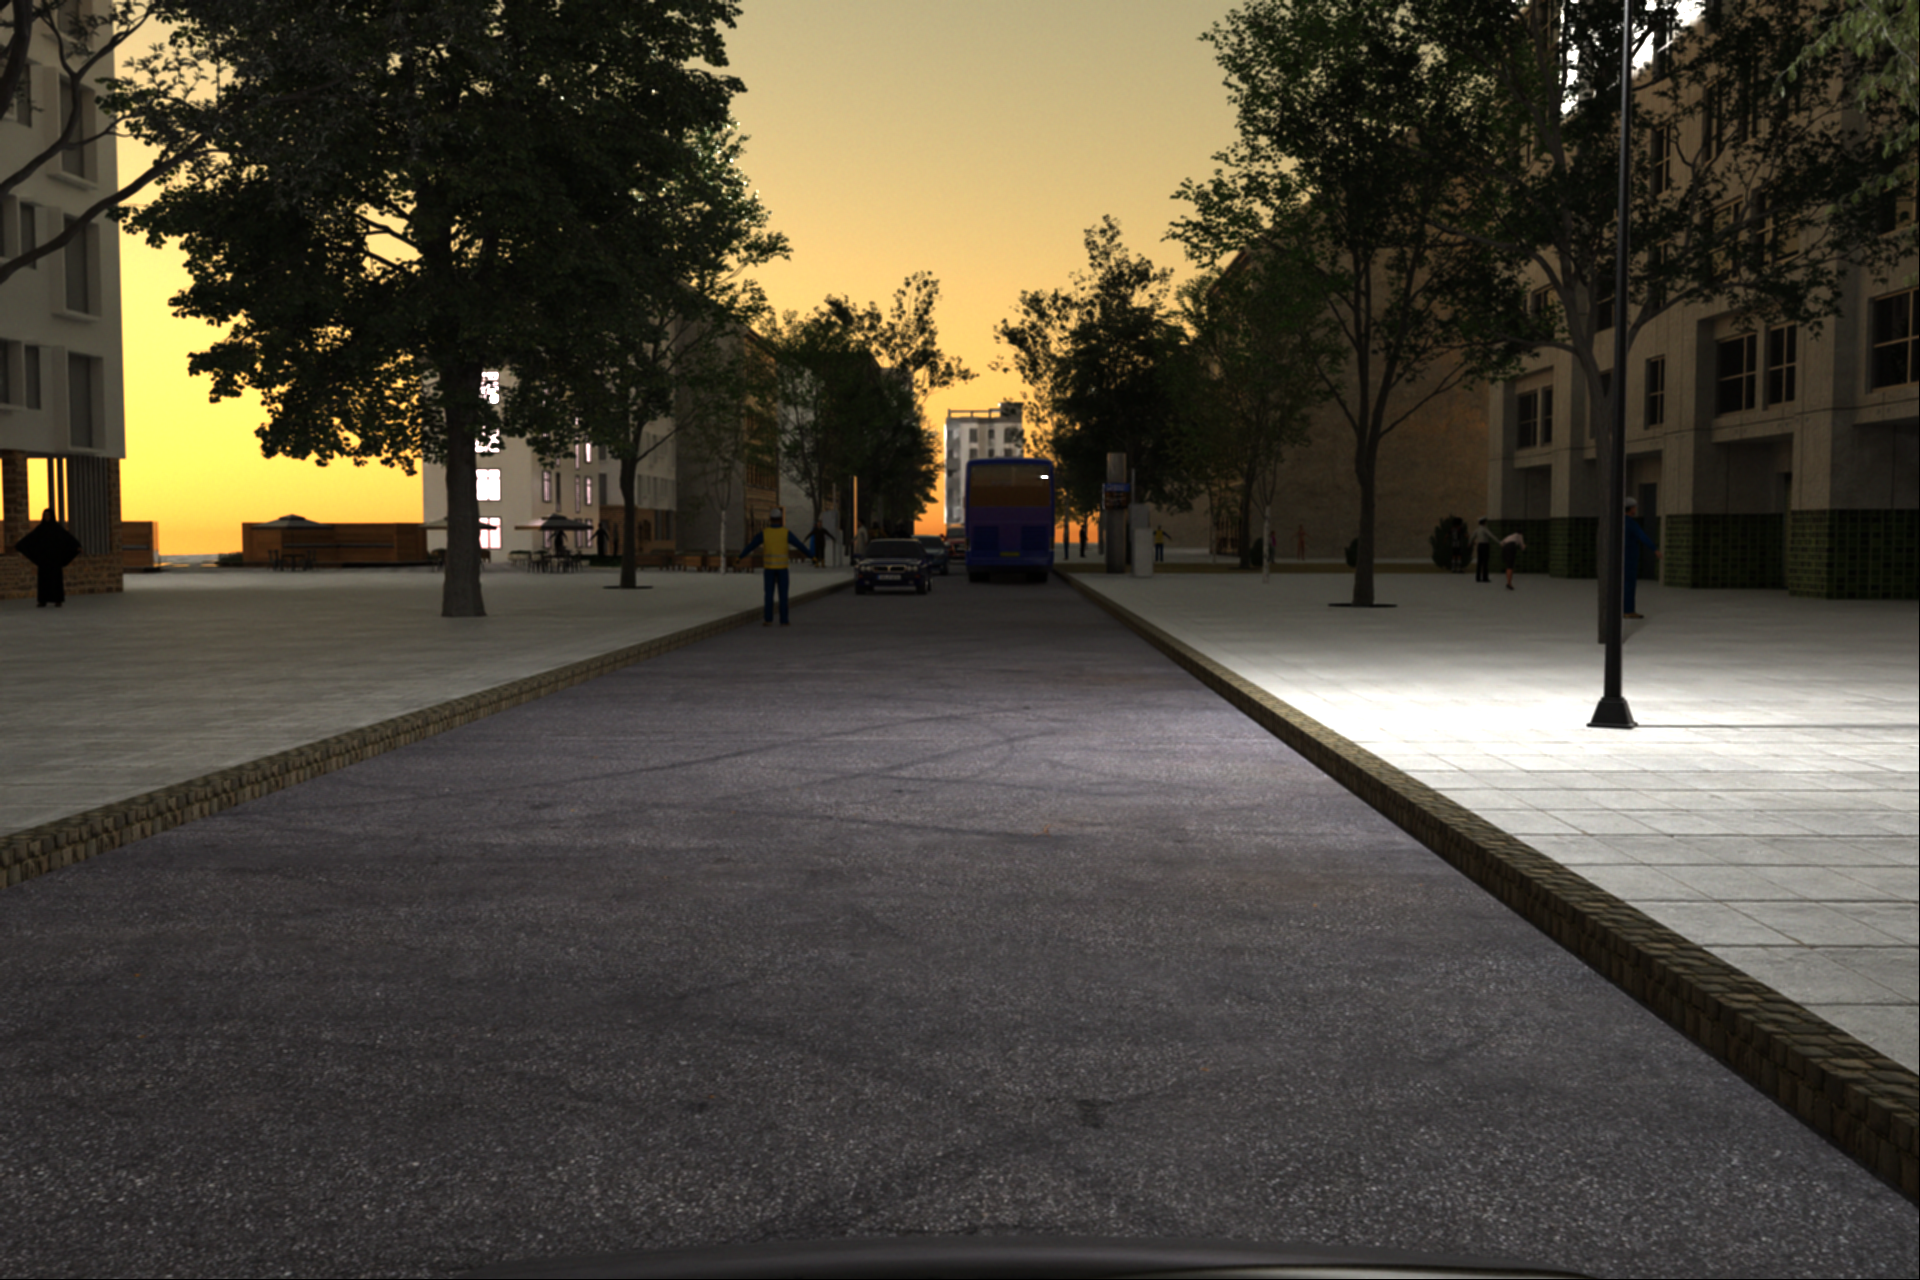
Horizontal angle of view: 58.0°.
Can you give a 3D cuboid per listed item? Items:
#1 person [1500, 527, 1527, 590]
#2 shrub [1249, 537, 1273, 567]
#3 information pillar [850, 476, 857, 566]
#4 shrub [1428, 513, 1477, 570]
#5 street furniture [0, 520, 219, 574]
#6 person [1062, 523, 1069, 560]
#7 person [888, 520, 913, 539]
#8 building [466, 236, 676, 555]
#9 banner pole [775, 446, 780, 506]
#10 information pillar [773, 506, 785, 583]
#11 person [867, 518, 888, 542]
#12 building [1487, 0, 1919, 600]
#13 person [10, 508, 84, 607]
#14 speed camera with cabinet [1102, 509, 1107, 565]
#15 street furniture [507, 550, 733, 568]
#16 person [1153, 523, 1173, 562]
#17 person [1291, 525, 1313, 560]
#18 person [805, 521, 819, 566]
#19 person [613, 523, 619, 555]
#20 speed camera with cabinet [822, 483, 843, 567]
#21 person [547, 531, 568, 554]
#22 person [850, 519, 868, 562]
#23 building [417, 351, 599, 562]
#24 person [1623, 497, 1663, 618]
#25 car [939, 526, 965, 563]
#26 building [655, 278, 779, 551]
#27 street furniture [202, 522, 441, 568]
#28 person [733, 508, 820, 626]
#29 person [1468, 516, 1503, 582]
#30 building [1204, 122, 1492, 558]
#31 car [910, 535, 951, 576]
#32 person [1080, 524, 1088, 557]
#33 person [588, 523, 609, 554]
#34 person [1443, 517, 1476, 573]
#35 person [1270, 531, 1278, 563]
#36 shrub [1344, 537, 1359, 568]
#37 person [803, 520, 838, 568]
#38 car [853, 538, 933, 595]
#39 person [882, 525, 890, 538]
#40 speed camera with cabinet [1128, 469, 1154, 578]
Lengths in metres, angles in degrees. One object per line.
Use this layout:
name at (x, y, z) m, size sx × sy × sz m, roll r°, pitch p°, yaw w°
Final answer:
person at (12.796, -1.880, 39.977) m, size 0.628 × 1.438 × 0.799 m, roll 1°, pitch 4°, yaw 11°
shrub at (11.679, -3.437, 67.308) m, size 1.383 × 1.207 × 1.383 m, roll 0°, pitch 3°, yaw 0°
information pillar at (-4.332, -4.840, 70.444) m, size 0.184 × 3.620 × 1.656 m, roll 0°, pitch 4°, yaw 1°
shrub at (17.497, -3.495, 61.555) m, size 1.690 × 2.028 × 1.600 m, roll 0°, pitch 3°, yaw 0°
street furniture at (-31.140, -3.192, 59.039) m, size 11.010 × 1.723 × 9.812 m, roll -1°, pitch 4°, yaw -19°
person at (5.225, -4.884, 85.713) m, size 0.705 × 1.847 × 1.347 m, roll 0°, pitch 4°, yaw 4°
person at (-1.777, -2.661, 51.748) m, size 1.354 × 1.856 × 0.705 m, roll -1°, pitch 4°, yaw -14°
building at (-25.426, -15.512, 110.046) m, size 16.016 × 20.090 × 11.380 m, roll 0°, pitch 4°, yaw 1°
banner pole at (-5.197, -3.644, 49.604) m, size 0.401 × 3.779 × 0.863 m, roll 0°, pitch 4°, yaw 1°
information pillar at (-4.789, -2.530, 45.862) m, size 0.304 × 2.012 × 0.304 m, roll 0°, pitch 4°, yaw 0°
person at (-3.069, -3.495, 62.911) m, size 1.354 × 1.858 × 0.705 m, roll 2°, pitch 4°, yaw 25°
building at (25.553, -10.705, 41.484) m, size 16.747 × 18.905 × 31.486 m, roll 0°, pitch 4°, yaw 2°
person at (-16.048, -1.449, 30.473) m, size 1.214 × 1.737 × 0.721 m, roll 0°, pitch 4°, yaw -7°
speed camera with cabinet at (6.242, -4.730, 71.676) m, size 0.660 × 3.252 × 2.038 m, roll 0°, pitch 4°, yaw 2°
street furniture at (-13.182, -3.226, 68.368) m, size 10.072 × 0.657 × 5.734 m, roll 2°, pitch 4°, yaw 35°
person at (9.168, -4.478, 79.681) m, size 1.216 × 1.772 × 0.721 m, roll 0°, pitch 4°, yaw 6°
person at (16.703, -4.758, 84.592) m, size 1.217 × 1.733 × 0.721 m, roll -1°, pitch 4°, yaw -18°
person at (-5.873, -3.890, 69.721) m, size 0.704 × 1.817 × 1.347 m, roll -2°, pitch 4°, yaw -35°
person at (-16.906, -4.837, 85.212) m, size 0.705 × 1.813 × 1.348 m, roll -1°, pitch 4°, yaw -9°
speed camera with cabinet at (-5.004, -4.495, 67.826) m, size 0.660 × 3.252 × 2.038 m, roll 0°, pitch 4°, yaw 3°
person at (-18.743, -4.523, 80.670) m, size 1.216 × 1.740 × 0.721 m, roll 2°, pitch 4°, yaw 28°
person at (-3.417, -3.259, 59.469) m, size 0.705 × 1.806 × 1.347 m, roll -2°, pitch 4°, yaw -26°
building at (-23.919, -9.267, 93.666) m, size 9.099 × 9.664 × 28.070 m, roll 0°, pitch 4°, yaw 1°
person at (10.226, -1.259, 26.471) m, size 0.705 × 1.842 × 1.347 m, roll -1°, pitch 4°, yaw -14°
car at (0.165, -4.581, 83.565) m, size 2.281 × 1.827 × 5.304 m, roll 0°, pitch 4°, yaw 1°
building at (-24.775, -18.674, 136.253) m, size 19.493 × 23.208 × 18.063 m, roll 0°, pitch 4°, yaw 2°
street furniture at (-25.057, -3.869, 70.118) m, size 11.010 × 1.723 × 9.812 m, roll 1°, pitch 4°, yaw 20°
person at (-2.872, -1.140, 27.061) m, size 1.349 × 1.833 × 0.705 m, roll 0°, pitch 4°, yaw -4°
person at (14.049, -2.440, 46.351) m, size 0.721 × 1.778 × 1.216 m, roll -2°, pitch 4°, yaw -30°
building at (24.894, -16.473, 100.268) m, size 19.493 × 23.208 × 18.063 m, roll 0°, pitch 4°, yaw 2°
car at (-1.296, -3.016, 61.318) m, size 2.014 × 1.417 × 4.499 m, roll 0°, pitch 4°, yaw 1°
person at (6.821, -5.500, 95.866) m, size 0.705 × 1.837 × 1.347 m, roll 1°, pitch 4°, yaw 20°
person at (-17.076, -4.644, 82.158) m, size 0.704 × 1.802 × 1.346 m, roll 2°, pitch 4°, yaw 32°
person at (16.391, -3.110, 56.997) m, size 0.704 × 1.843 × 1.345 m, roll -2°, pitch 4°, yaw -34°
person at (13.797, -4.079, 75.950) m, size 0.599 × 1.433 × 0.991 m, roll 1°, pitch 4°, yaw 23°
shrub at (15.058, -3.333, 65.618) m, size 1.383 × 1.207 × 1.383 m, roll 0°, pitch 3°, yaw 0°
person at (-5.329, -3.657, 65.924) m, size 1.346 × 1.812 × 0.704 m, roll -1°, pitch 4°, yaw -13°
car at (-1.602, -1.816, 42.278) m, size 1.945 × 1.354 × 3.894 m, roll 0°, pitch 4°, yaw 2°
person at (-4.196, -5.504, 96.183) m, size 0.705 × 1.806 × 1.347 m, roll 3°, pitch 4°, yaw 38°
speed camera with cabinet at (5.424, -3.518, 51.855) m, size 0.660 × 3.252 × 2.038 m, roll 0°, pitch 4°, yaw 1°
